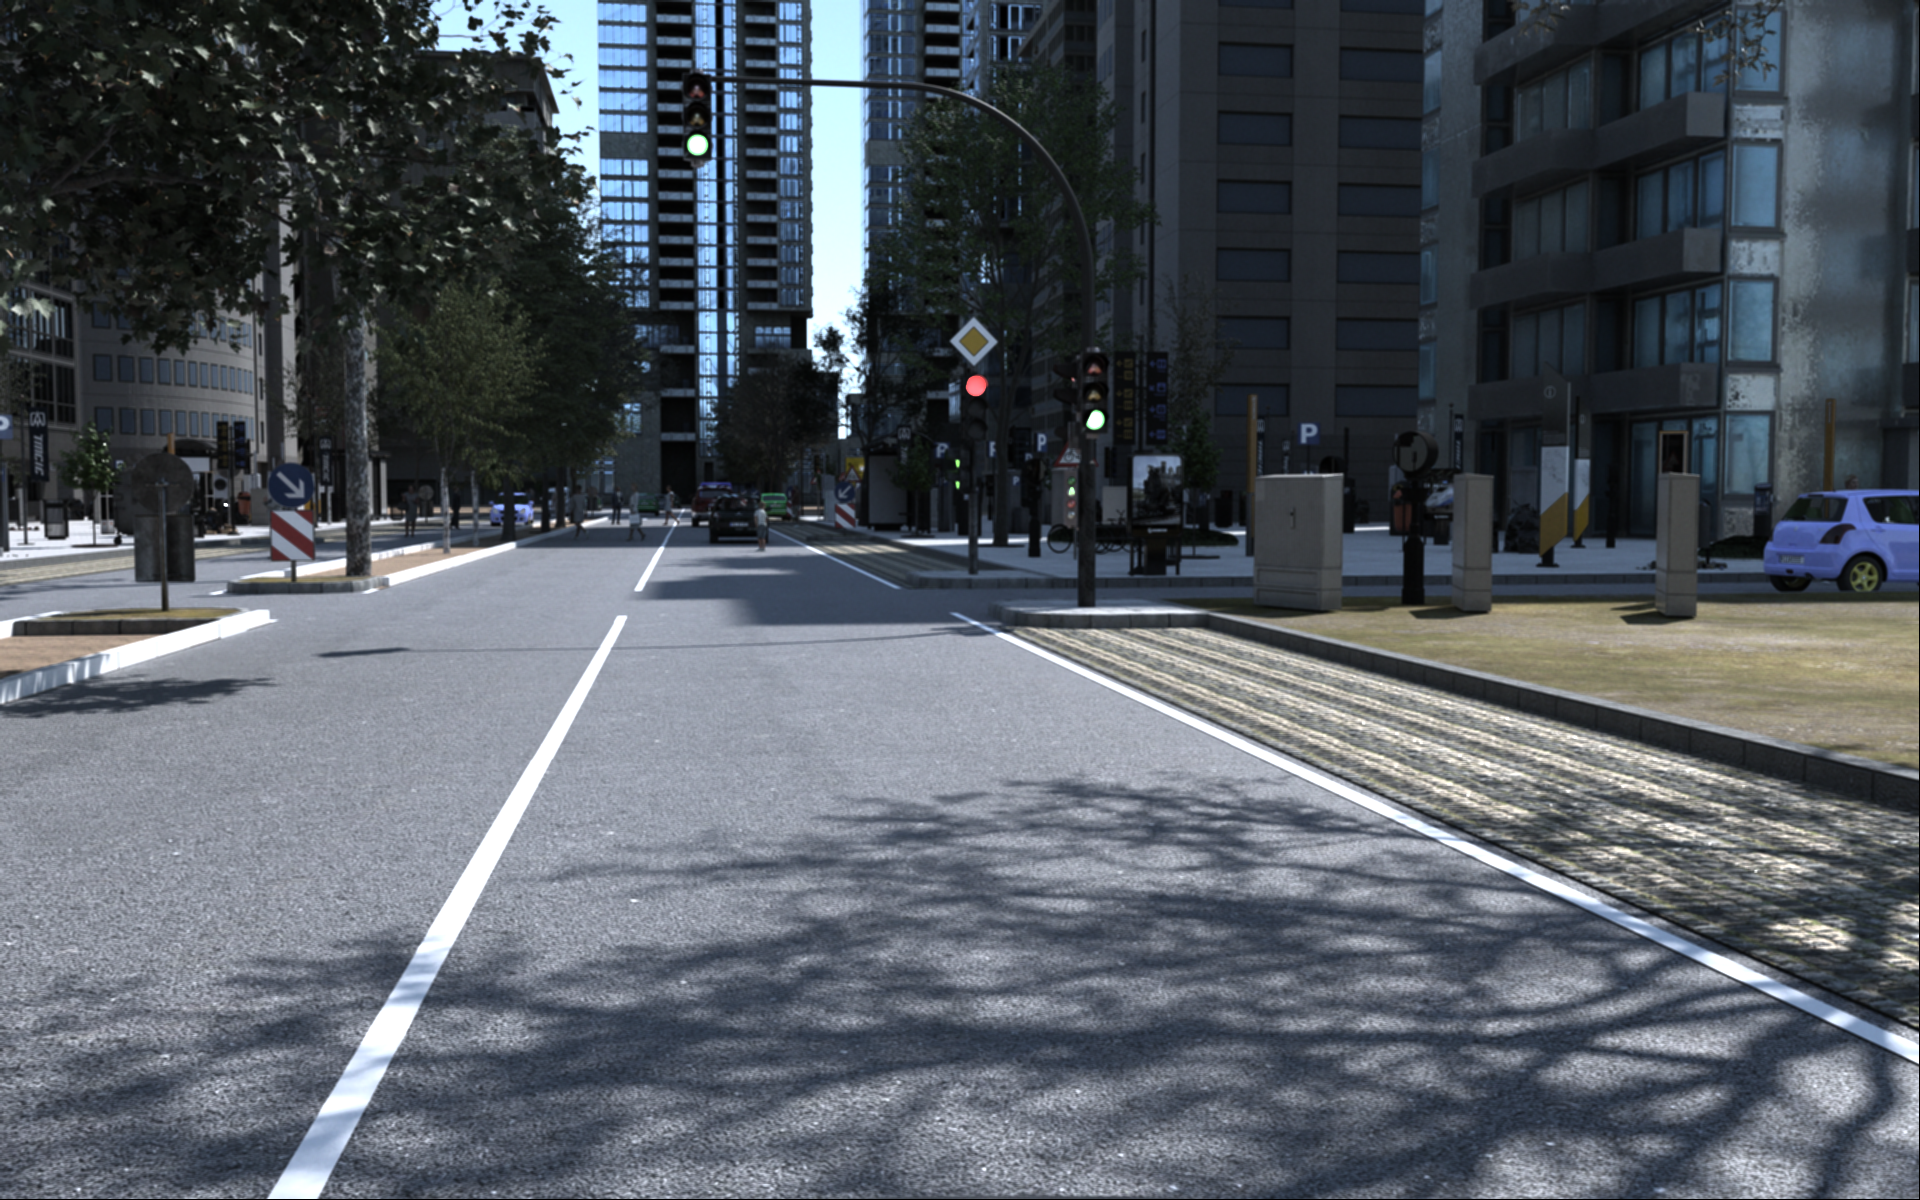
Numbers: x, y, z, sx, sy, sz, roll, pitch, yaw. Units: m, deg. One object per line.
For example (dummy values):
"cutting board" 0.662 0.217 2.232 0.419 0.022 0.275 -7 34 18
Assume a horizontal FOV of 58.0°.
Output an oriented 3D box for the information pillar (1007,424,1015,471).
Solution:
"information pillar" 1.676 -4.094 58.283 0.183 3.616 0.504 -3 5 -42

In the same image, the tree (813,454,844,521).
"tree" -6.292 -5.452 83.743 1.663 3.219 1.824 0 3 0

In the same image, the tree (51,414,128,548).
"tree" -20.902 -2.897 41.968 1.663 3.219 1.824 0 3 0

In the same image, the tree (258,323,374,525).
"tree" -26.674 -7.462 72.365 4.360 8.622 3.978 0 3 0

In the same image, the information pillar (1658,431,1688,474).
"information pillar" 8.349 -0.968 20.321 0.304 2.012 0.304 2 4 25

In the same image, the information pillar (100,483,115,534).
"information pillar" -27.264 -3.112 55.378 0.304 2.012 0.304 1 4 19

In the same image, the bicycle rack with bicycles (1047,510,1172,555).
"bicycle rack with bicycles" 3.344 -1.479 37.559 2.925 0.926 2.852 0 4 -6

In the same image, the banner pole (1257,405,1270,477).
"banner pole" 8.509 -3.585 48.627 0.401 3.779 0.863 3 5 42

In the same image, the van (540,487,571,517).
"van" -24.715 -6.079 106.410 2.013 2.044 4.112 0 4 -8

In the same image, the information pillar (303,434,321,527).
"information pillar" -25.277 -4.648 67.352 0.504 3.616 0.183 1 4 13

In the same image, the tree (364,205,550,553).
"tree" -12.267 -5.403 41.163 4.737 8.622 4.395 0 3 0

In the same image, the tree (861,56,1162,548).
"tree" 1.088 -7.086 41.613 9.928 11.665 9.643 0 3 0

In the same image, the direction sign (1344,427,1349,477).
"direction sign" 13.188 -4.108 59.165 0.379 3.537 0.876 1 4 20

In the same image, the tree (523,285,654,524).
"tree" -18.502 -9.472 83.087 9.928 11.665 9.643 0 3 0

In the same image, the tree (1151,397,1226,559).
"tree" 4.733 -2.454 34.727 1.663 3.219 1.824 0 3 0

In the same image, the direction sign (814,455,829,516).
"direction sign" -8.108 -6.694 101.441 0.876 3.537 0.379 -1 4 -18

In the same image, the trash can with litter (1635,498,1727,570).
"trash can with litter" 12.421 -1.155 29.946 2.233 1.210 1.678 -2 4 -28

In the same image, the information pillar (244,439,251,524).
"information pillar" -30.210 -5.021 73.443 0.504 3.616 0.183 3 5 42

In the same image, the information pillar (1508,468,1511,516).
"information pillar" 15.549 -2.696 48.568 0.304 2.012 0.304 1 4 10

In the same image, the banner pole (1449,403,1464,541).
"banner pole" 13.620 -3.526 47.667 0.863 3.779 0.401 -3 5 -42

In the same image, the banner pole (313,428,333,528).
"banner pole" -24.159 -4.621 65.574 0.863 3.779 0.401 -1 4 -11

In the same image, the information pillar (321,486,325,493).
"information pillar" -34.585 -6.257 93.654 0.183 3.616 0.504 2 4 28

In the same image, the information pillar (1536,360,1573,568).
"information pillar" 10.378 -2.379 30.251 0.183 3.616 0.504 -3 5 -43

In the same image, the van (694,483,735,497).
"van" -13.328 -5.502 94.340 2.240 2.365 5.245 -1 4 -9

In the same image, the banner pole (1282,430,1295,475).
"banner pole" 12.887 -4.765 67.929 0.401 3.779 0.863 -2 4 -30

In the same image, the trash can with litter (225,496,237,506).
"trash can with litter" -40.189 -5.110 94.940 0.624 1.170 1.055 3 4 36

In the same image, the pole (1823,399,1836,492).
"pole" 18.677 -2.654 37.236 0.158 3.312 0.155 0 3 0

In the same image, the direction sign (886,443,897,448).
"direction sign" -3.117 -5.224 77.409 0.379 3.537 0.876 3 5 39

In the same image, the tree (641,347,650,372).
"tree" -17.039 -9.335 73.218 7.486 12.596 7.792 0 3 0

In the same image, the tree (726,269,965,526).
"tree" -3.725 -8.261 69.474 7.601 10.594 8.767 3 4 37

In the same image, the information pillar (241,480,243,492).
"information pillar" -37.515 -5.278 90.789 0.304 2.012 0.304 -2 4 -24

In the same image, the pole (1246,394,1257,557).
"pole" 5.980 -2.549 35.511 0.158 3.312 0.155 0 3 0

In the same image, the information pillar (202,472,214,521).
"information pillar" -24.708 -3.202 56.851 0.304 2.012 0.304 2 4 26

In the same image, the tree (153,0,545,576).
"tree" -11.808 -10.513 30.241 12.611 20.169 13.585 0 3 0

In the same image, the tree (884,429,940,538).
"tree" -1.176 -3.472 51.375 1.663 3.219 1.824 0 3 0

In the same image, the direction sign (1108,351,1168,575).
"direction sign" 2.874 -2.177 27.587 0.876 3.537 0.379 -1 4 -9

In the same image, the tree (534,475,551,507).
"tree" -42.076 -11.015 174.697 1.663 3.219 1.824 0 3 0

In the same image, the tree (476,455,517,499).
"tree" -36.387 -9.330 136.260 4.285 4.588 4.351 0 3 0

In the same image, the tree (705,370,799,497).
"tree" -20.426 -16.350 173.977 9.857 13.997 8.962 0 3 0

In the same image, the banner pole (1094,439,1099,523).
"banner pole" 5.806 -5.321 77.015 0.863 3.779 0.401 -1 4 -21

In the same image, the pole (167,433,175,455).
"pole" -26.389 -3.925 58.016 0.158 3.312 0.155 0 3 0

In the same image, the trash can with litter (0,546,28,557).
"trash can with litter" -20.447 -1.496 35.524 2.233 1.210 1.678 1 4 22

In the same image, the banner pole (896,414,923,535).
"banner pole" -1.596 -3.952 54.631 0.863 3.779 0.401 1 4 9

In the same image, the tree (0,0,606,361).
"tree" -7.560 -5.677 12.279 9.611 12.733 9.660 0 3 0

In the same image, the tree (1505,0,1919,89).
"tree" 5.609 -5.955 7.733 12.009 13.543 11.850 0 3 0

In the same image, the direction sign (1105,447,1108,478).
"direction sign" 7.264 -5.604 83.619 0.379 3.537 0.876 3 5 44

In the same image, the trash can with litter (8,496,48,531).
"trash can with litter" -33.091 -3.051 60.934 2.233 1.210 1.678 1 4 16

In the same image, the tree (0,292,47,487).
"tree" -31.558 -6.458 55.953 4.360 8.622 3.978 0 3 0

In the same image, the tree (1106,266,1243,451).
"tree" 6.997 -6.445 55.736 4.360 8.622 3.978 0 3 0

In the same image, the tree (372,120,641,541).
"tree" -13.958 -8.097 52.966 7.486 12.596 7.792 0 3 0

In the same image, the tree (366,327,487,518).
"tree" -28.456 -9.588 91.176 7.601 10.594 8.767 0 4 -7

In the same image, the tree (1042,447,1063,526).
"tree" 4.155 -4.642 70.493 1.663 3.219 1.824 0 3 0

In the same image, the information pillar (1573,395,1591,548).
"information pillar" 14.803 -3.050 41.228 0.504 3.616 0.183 -2 4 -35

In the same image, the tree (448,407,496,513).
"tree" -33.475 -10.324 119.159 4.360 8.622 3.978 0 3 0

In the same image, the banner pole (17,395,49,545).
"banner pole" -23.453 -3.290 43.816 0.863 3.779 0.401 0 4 -3
